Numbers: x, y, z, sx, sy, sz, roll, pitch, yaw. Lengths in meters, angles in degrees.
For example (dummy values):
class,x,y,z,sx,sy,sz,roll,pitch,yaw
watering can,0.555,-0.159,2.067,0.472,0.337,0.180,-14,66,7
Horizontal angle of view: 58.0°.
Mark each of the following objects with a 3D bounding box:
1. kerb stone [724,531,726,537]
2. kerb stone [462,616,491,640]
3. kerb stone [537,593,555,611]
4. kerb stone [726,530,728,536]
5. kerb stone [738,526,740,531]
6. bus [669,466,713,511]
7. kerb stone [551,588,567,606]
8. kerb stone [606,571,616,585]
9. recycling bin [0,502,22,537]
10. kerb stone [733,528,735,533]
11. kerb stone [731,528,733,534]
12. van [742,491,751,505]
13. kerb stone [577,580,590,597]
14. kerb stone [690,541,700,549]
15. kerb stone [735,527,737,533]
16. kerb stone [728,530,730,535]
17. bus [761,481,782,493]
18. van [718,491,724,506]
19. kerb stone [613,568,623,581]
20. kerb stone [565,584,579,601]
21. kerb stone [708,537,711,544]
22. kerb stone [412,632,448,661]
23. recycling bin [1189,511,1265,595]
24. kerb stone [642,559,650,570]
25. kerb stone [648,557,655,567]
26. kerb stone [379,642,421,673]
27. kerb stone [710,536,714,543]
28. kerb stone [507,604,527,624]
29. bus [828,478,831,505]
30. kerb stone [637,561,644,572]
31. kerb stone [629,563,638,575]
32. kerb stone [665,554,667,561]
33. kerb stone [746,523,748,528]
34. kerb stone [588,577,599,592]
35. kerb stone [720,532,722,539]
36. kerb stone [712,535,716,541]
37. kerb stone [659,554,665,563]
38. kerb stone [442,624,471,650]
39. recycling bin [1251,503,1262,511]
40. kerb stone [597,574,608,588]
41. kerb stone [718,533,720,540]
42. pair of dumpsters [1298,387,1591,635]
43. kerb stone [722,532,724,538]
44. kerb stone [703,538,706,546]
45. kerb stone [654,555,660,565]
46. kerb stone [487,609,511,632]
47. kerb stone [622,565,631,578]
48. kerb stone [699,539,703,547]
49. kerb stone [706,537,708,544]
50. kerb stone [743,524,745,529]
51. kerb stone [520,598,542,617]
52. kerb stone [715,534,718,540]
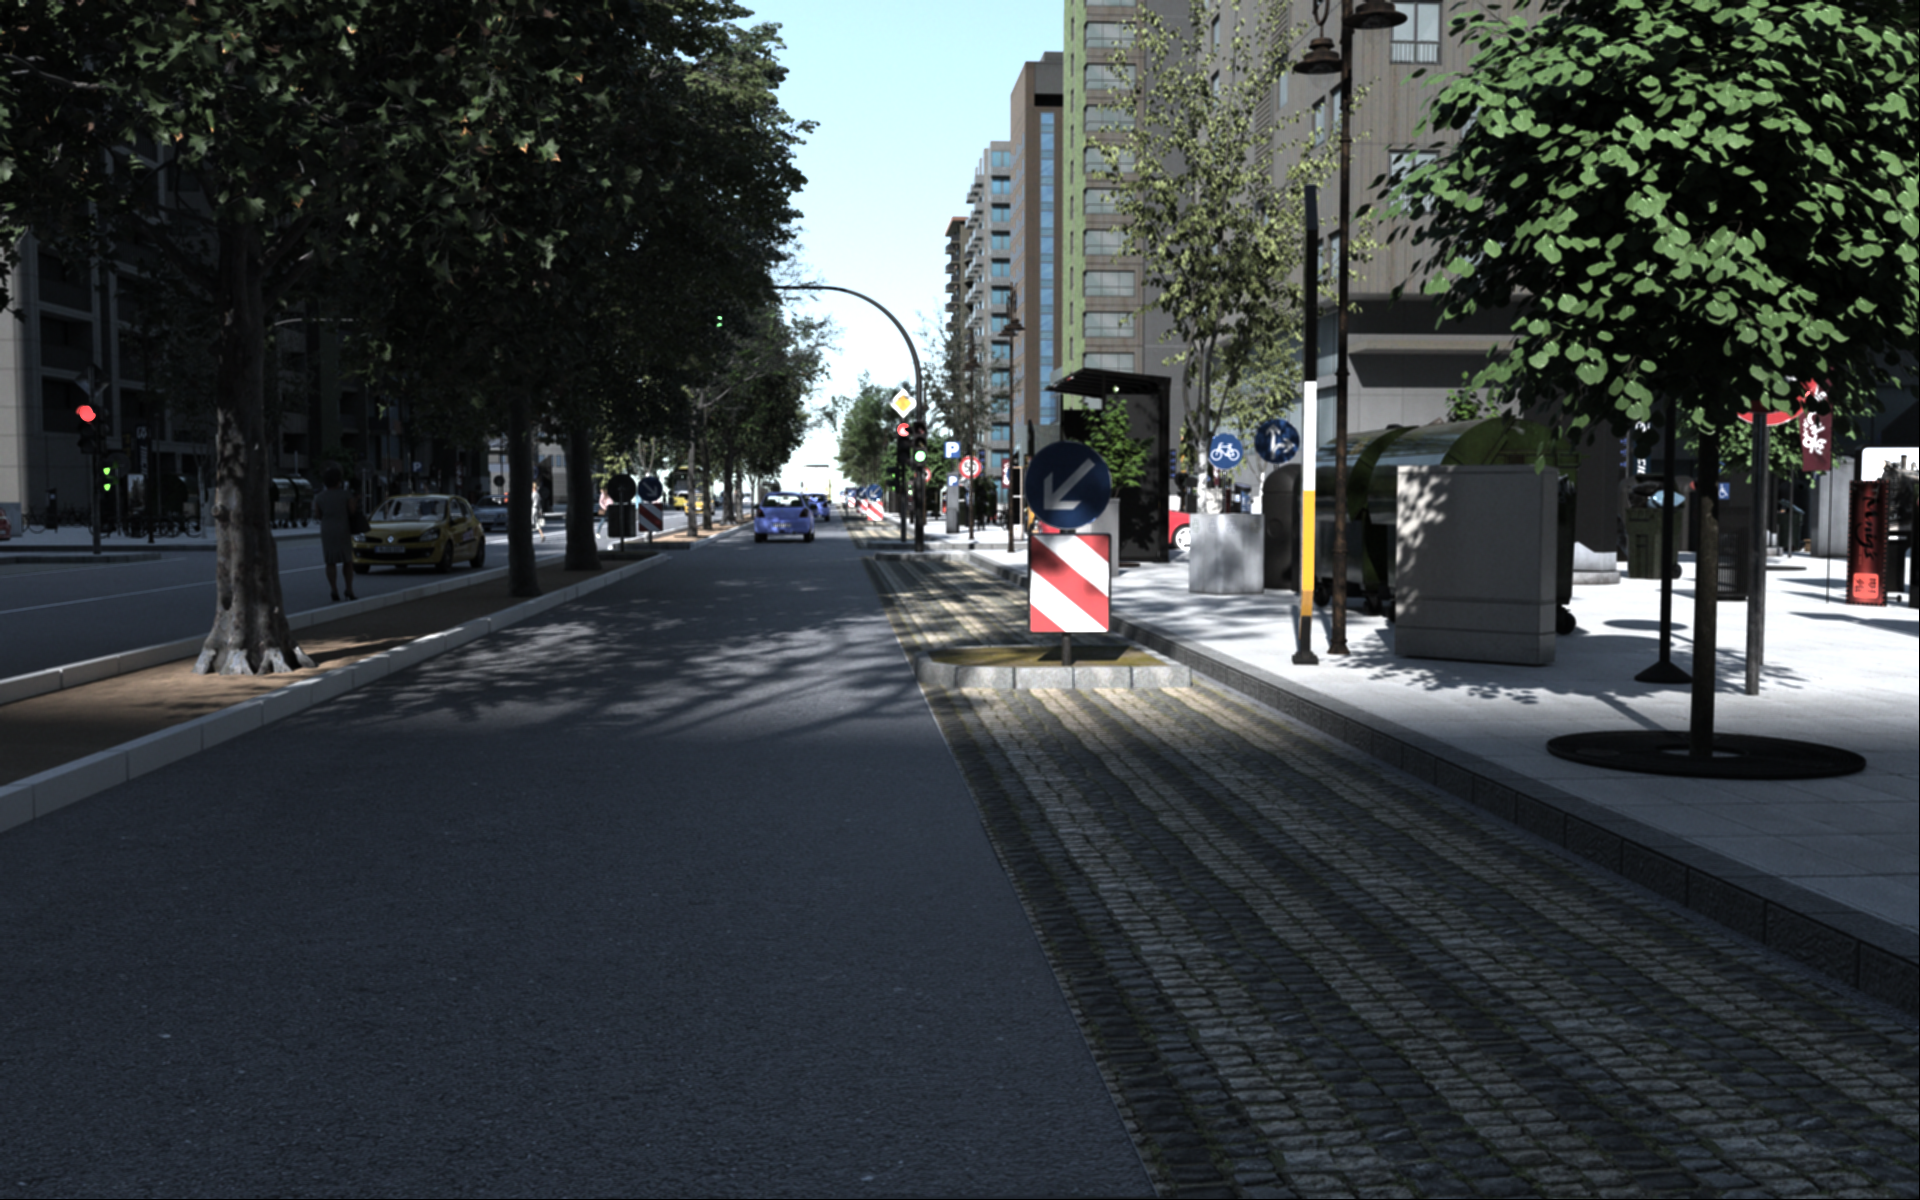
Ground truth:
class,x,y,z,sx,sy,sz,roll,pitch,yaw
kerb stone,-7.827,-2.113,56.747,0.120,0.150,1.000,0,4,-4
kerb stone,-4.886,0.296,17.356,0.120,0.150,1.000,0,4,-4
kerb stone,-5.186,0.045,21.462,0.120,0.150,1.000,0,4,-4
kerb stone,-7.910,-2.172,57.770,0.120,0.150,1.000,0,4,-4
kerb stone,-8.448,-2.614,64.933,0.120,0.150,1.000,0,4,-4
bus,-23.568,-9.870,152.928,2.896,3.916,12.252,0,4,-4
kerb stone,-5.269,-0.018,22.487,0.120,0.150,1.000,0,4,-4
kerb stone,-5.639,-0.328,27.597,0.120,0.150,1.000,0,4,-4
recycling bin,-28.590,-2.398,51.761,0.722,1.027,0.722,1,4,19
kerb stone,-8.215,-2.423,61.855,0.120,0.150,1.000,0,4,-4
kerb stone,-8.143,-2.360,60.836,0.120,0.150,1.000,0,4,-4
van,-28.658,-13.800,232.637,2.013,2.044,4.112,0,4,-5
kerb stone,-5.405,-0.143,24.530,0.120,0.150,1.000,0,4,-4
kerb stone,-7.000,-1.421,45.490,0.120,0.150,1.000,0,4,-4
kerb stone,-8.293,-2.488,62.881,0.120,0.150,1.000,0,4,-4
kerb stone,-7.984,-2.237,58.790,0.120,0.150,1.000,0,4,-4
bus,-25.825,-14.769,236.334,2.948,3.499,13.247,0,4,-6
van,-28.816,-12.635,213.595,2.013,2.044,4.112,0,4,-5
kerb stone,-5.727,-0.393,28.621,0.120,0.150,1.000,0,4,-4
kerb stone,-5.339,-0.080,23.509,0.120,0.150,1.000,0,4,-4
kerb stone,-7.303,-1.670,49.583,0.120,0.150,1.000,0,4,-4
kerb stone,-4.726,0.421,15.312,0.120,0.150,1.000,0,4,-4
recycling bin,3.446,-0.602,22.394,0.722,1.027,0.722,-2,4,-27
kerb stone,-6.020,-0.640,32.707,0.120,0.150,1.000,0,4,-4
kerb stone,-6.111,-0.706,33.736,0.120,0.150,1.000,0,4,-4
kerb stone,-4.644,0.485,14.287,0.120,0.150,1.000,0,4,-4
kerb stone,-7.368,-1.737,50.606,0.120,0.150,1.000,0,4,-4
kerb stone,-5.031,0.176,19.411,0.120,0.150,1.000,0,4,-4
bus,-18.685,-14.749,232.692,2.896,3.916,12.252,0,4,-5
kerb stone,-5.947,-0.576,31.687,0.120,0.150,1.000,0,4,-4
kerb stone,-5.872,-0.518,30.667,0.120,0.150,1.000,0,4,-4
kerb stone,-6.332,-0.894,36.808,0.120,0.150,1.000,0,4,-4
kerb stone,-8.909,-2.990,71.079,0.120,0.150,1.000,0,4,-4
kerb stone,-5.492,-0.203,25.555,0.120,0.150,1.000,0,4,-4
kerb stone,-7.679,-1.988,54.698,0.120,0.150,1.000,0,4,-4
kerb stone,-7.438,-1.801,51.634,0.120,0.150,1.000,0,4,-4
kerb stone,-6.260,-0.828,35.787,0.120,0.150,1.000,0,4,-4
kerb stone,-4.799,0.363,16.337,0.120,0.150,1.000,0,4,-4
recycling bin,8.189,-2.124,47.279,0.722,1.027,0.722,-1,4,-10
kerb stone,-5.570,-0.267,26.577,0.120,0.150,1.000,0,4,-4
kerb stone,-7.609,-1.925,53.675,0.120,0.150,1.000,0,4,-4
pair of dumpsters,4.811,-0.930,17.704,1.574,2.255,4.437,0,4,-4
kerb stone,-7.759,-2.049,55.722,0.120,0.150,1.000,0,4,-4
kerb stone,-7.138,-1.550,47.540,0.120,0.150,1.000,0,4,-4
kerb stone,-6.180,-0.769,34.767,0.120,0.150,1.000,0,4,-4
kerb stone,-4.951,0.236,18.392,0.120,0.150,1.000,0,4,-4
kerb stone,-5.793,-0.455,29.641,0.120,0.150,1.000,0,4,-4
kerb stone,-7.060,-1.485,46.510,0.120,0.150,1.000,0,4,-4
kerb stone,-7.220,-1.612,48.558,0.120,0.150,1.000,0,4,-4
kerb stone,-8.759,-2.862,69.025,0.120,0.150,1.000,0,4,-4
kerb stone,-5.106,0.109,20.431,0.120,0.150,1.000,0,4,-4
kerb stone,-7.527,-1.863,52.657,0.120,0.150,1.000,0,4,-4
